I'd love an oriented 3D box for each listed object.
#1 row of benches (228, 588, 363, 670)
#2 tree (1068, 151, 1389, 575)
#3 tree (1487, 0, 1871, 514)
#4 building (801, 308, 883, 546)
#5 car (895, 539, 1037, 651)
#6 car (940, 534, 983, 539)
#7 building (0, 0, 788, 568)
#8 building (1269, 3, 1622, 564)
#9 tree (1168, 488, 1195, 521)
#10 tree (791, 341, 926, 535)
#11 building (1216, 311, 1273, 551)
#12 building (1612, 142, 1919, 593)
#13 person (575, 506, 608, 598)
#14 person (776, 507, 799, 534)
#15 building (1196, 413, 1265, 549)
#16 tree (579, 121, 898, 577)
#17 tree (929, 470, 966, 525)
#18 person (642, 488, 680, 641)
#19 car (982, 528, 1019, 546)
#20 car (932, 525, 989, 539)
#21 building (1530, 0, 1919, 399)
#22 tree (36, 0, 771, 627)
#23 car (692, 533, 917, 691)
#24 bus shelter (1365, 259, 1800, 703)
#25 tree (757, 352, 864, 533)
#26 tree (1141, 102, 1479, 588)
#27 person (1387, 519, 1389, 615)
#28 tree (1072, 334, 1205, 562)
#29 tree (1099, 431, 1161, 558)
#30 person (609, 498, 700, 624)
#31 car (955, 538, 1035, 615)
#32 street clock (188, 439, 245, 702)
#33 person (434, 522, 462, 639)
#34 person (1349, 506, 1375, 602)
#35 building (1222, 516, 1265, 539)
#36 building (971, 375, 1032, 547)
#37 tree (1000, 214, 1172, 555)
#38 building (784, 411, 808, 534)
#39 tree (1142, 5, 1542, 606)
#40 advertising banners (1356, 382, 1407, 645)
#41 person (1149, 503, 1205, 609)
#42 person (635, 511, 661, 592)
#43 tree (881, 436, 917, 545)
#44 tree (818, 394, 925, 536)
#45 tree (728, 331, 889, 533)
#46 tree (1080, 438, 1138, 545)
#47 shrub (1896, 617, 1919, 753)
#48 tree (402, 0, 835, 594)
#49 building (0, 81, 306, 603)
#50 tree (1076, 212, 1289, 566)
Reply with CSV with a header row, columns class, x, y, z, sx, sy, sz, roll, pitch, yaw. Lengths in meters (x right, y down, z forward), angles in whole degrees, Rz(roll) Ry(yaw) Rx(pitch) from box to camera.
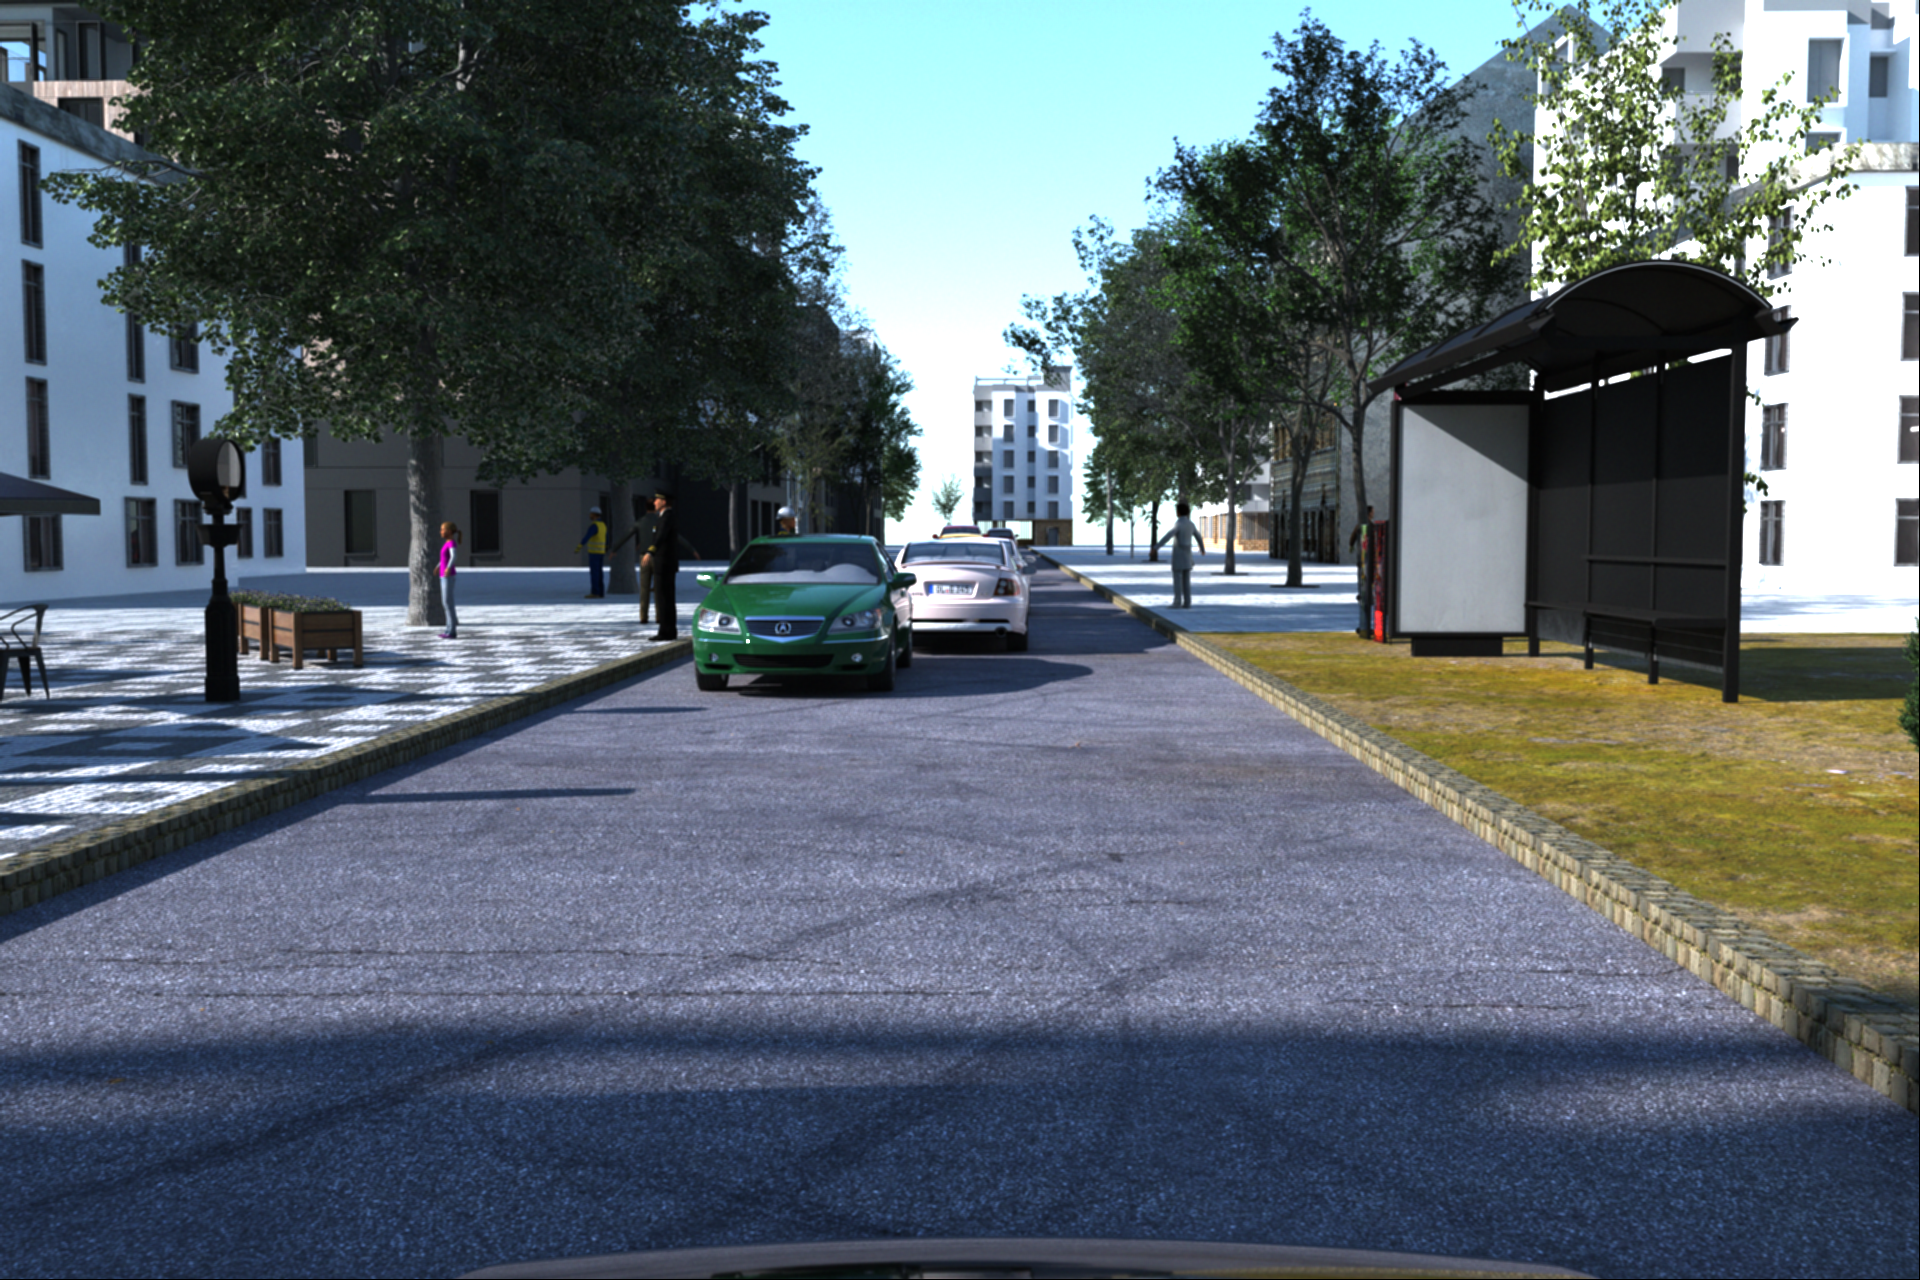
class,x,y,z,sx,sy,sz,roll,pitch,yaw
row of benches,-7.149,-0.167,18.196,1.422,0.672,4.104,-2,4,-33
tree,8.631,-8.794,54.149,12.009,13.543,11.850,0,3,0
tree,8.079,-4.298,20.642,4.737,8.622,4.395,0,3,0
building,-22.606,-20.033,171.507,27.936,21.610,32.646,0,4,1
car,-0.036,-0.626,22.600,2.083,1.381,4.827,0,4,2
car,0.055,-2.321,48.166,2.015,1.641,3.980,0,4,1
building,-24.358,-14.582,82.384,27.936,21.610,32.646,0,4,2
building,25.382,-15.317,81.359,19.493,23.208,18.063,0,4,1
tree,26.064,-14.969,195.111,4.360,8.622,3.978,0,3,0
tree,-5.703,-10.326,94.591,9.928,11.665,9.643,0,3,0
building,26.264,-17.425,141.320,16.016,20.090,11.380,0,4,2
building,23.303,-5.823,37.353,9.099,9.664,28.070,0,4,2
person,-7.314,-1.756,34.678,0.705,1.833,1.349,1,4,14
person,-2.075,-0.784,21.741,0.721,1.772,1.216,0,4,0
building,27.341,-18.647,161.296,16.016,20.090,11.380,0,4,2
tree,-6.978,-8.680,52.295,12.009,13.543,11.850,0,3,0
tree,-1.333,-14.931,194.479,4.737,8.622,4.395,0,3,0
person,-3.572,-0.912,20.847,0.705,1.837,1.347,0,4,2
car,2.455,-5.926,105.556,2.281,1.827,5.304,0,4,1
car,0.043,-3.758,70.113,2.281,1.827,5.304,0,4,1
building,27.458,-12.829,66.175,16.016,20.090,11.380,0,4,1
tree,-7.413,-7.165,23.808,9.857,13.997,8.962,0,3,0
car,-1.462,-0.338,17.331,2.131,1.459,4.920,0,4,2
bus shelter,5.209,-1.322,15.535,2.014,3.302,5.546,0,4,1
tree,-6.520,-7.179,67.733,4.360,8.622,3.978,0,3,0
tree,8.221,-7.069,41.332,9.928,11.665,9.643,0,3,0
person,6.921,-1.300,27.378,1.348,1.813,0.705,-3,5,-44
tree,9.162,-9.431,79.955,9.928,11.665,9.643,0,3,0
tree,9.218,-8.595,90.897,4.737,8.622,4.395,0,3,0
person,-4.392,-1.131,24.766,1.348,1.796,0.705,0,4,8
car,0.363,-1.205,32.071,2.083,1.381,4.827,0,4,2
street clock,-5.672,-0.532,13.264,0.358,2.002,0.471,0,4,3
person,-6.347,-0.735,21.284,0.599,1.433,0.991,-2,4,-24
person,7.643,-1.605,32.385,0.704,1.812,1.346,-1,4,-23
building,31.359,-19.732,179.045,16.016,20.090,11.380,0,4,1
building,1.650,-20.760,198.301,11.380,20.090,16.016,0,4,-2
tree,8.072,-15.274,105.622,12.611,20.169,13.585,0,3,0
building,-21.039,-15.896,126.356,16.747,18.905,31.486,0,4,1
tree,7.014,-5.908,31.014,7.601,10.594,8.767,1,4,23
advertising banners,4.965,-1.482,20.411,0.090,3.025,2.074,0,3,0
person,3.798,-1.446,29.825,1.347,1.806,0.705,-3,5,-40
person,-6.736,-2.000,38.556,1.347,1.847,0.705,3,5,42
tree,-8.350,-17.112,197.902,7.486,12.596,7.792,0,3,0
tree,-5.400,-10.544,106.800,7.601,10.594,8.767,-3,4,-37
tree,-6.513,-8.612,75.221,7.601,10.594,8.767,1,4,11
tree,17.259,-17.111,197.885,7.486,12.596,7.792,0,3,0
shrub,5.526,0.113,9.265,1.383,1.207,1.383,0,3,0
tree,-7.328,-7.964,36.867,9.857,13.997,8.962,0,3,0
building,-22.180,-6.135,42.457,9.099,9.664,28.070,0,4,1
tree,9.018,-9.914,68.757,9.857,13.997,8.962,0,3,0
